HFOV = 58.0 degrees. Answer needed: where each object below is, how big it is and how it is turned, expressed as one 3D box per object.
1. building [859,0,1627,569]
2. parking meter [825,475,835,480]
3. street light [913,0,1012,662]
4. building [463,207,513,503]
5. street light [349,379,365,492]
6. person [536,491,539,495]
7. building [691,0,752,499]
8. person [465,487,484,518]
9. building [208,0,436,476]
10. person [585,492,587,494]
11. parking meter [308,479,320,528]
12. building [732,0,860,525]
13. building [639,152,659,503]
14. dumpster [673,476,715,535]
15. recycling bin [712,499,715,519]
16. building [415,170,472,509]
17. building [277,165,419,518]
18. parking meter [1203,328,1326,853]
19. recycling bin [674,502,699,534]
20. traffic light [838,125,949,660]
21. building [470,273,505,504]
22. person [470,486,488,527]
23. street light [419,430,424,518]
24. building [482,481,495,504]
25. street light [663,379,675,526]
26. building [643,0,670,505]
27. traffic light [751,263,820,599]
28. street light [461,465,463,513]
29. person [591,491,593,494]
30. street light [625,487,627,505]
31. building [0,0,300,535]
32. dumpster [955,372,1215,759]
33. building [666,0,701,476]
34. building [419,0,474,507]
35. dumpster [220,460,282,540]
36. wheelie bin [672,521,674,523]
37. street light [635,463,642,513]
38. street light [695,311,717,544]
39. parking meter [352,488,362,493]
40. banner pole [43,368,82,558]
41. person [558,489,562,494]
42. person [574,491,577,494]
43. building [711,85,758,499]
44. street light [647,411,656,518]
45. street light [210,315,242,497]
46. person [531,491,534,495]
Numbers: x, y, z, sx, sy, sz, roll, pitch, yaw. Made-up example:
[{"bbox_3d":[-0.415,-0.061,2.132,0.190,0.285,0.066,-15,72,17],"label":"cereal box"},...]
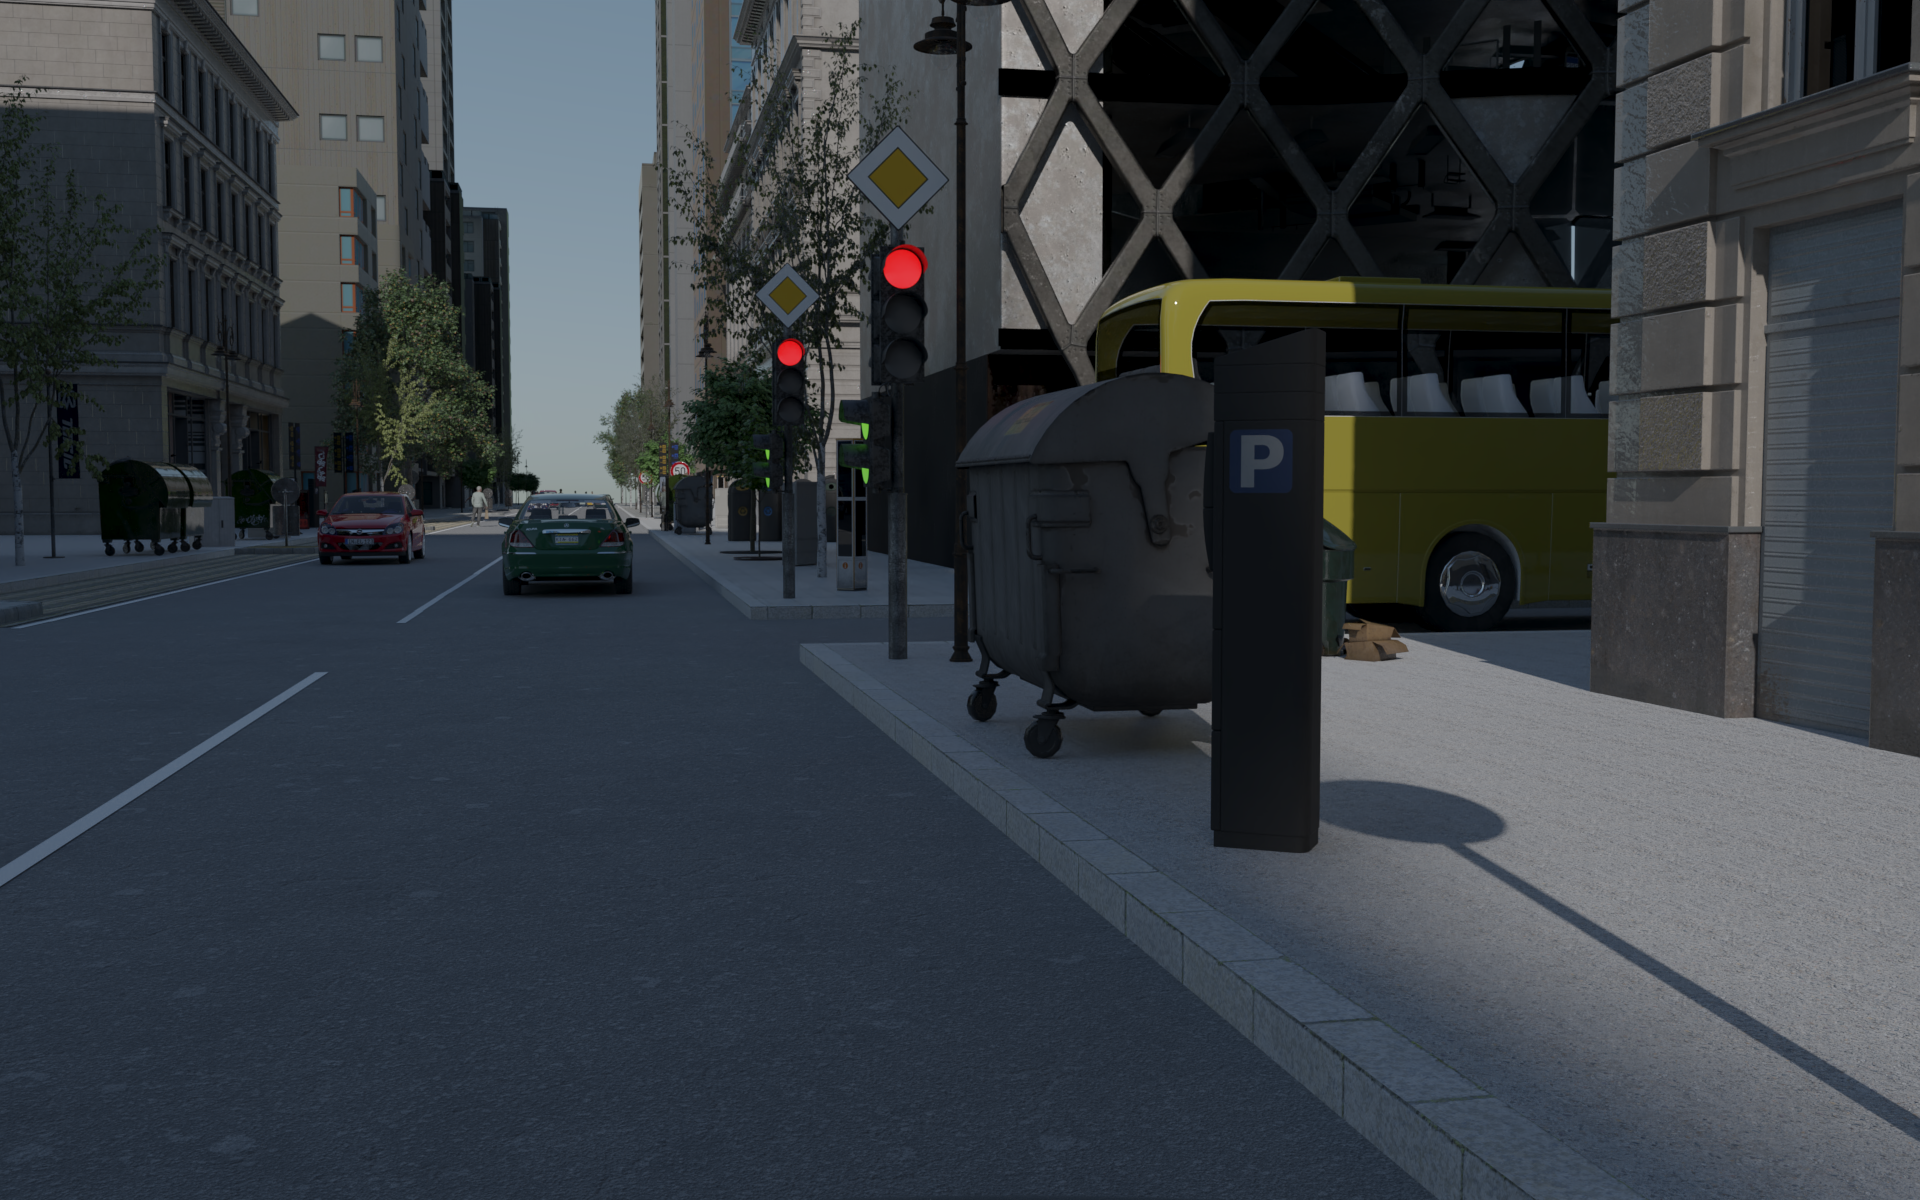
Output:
[{"bbox_3d":[7.567,-10.141,33.255,16.811,18.784,16.820,-1,4,-12],"label":"building"},{"bbox_3d":[-3.986,-2.853,52.356,0.255,1.863,0.399,2,4,35],"label":"parking meter"},{"bbox_3d":[0.008,-2.466,13.107,0.468,5.910,1.993,-1,4,-12],"label":"street light"},{"bbox_3d":[-69.651,-33.993,239.386,14.154,41.232,14.086,-1,4,-12],"label":"building"},{"bbox_3d":[-24.215,-5.924,69.650,0.468,5.910,1.993,-1,4,-12],"label":"street light"},{"bbox_3d":[-29.750,-6.863,122.185,0.415,1.643,0.593,0,4,-3],"label":"person"},{"bbox_3d":[-9.523,-28.074,109.117,14.600,45.320,14.200,-1,4,-12],"label":"building"},{"bbox_3d":[-28.568,-5.723,102.077,0.705,1.824,1.348,3,4,38],"label":"person"},{"bbox_3d":[-54.709,-33.061,129.778,28.713,52.752,27.495,-1,4,-12],"label":"building"},{"bbox_3d":[-43.023,-11.647,199.723,1.217,1.735,0.721,3,5,43],"label":"person"},{"bbox_3d":[-24.585,-3.681,65.901,0.255,1.863,0.399,1,4,11],"label":"parking meter"},{"bbox_3d":[-1.968,-14.344,63.403,11.050,23.489,19.941,-1,4,-12],"label":"building"},{"bbox_3d":[-33.786,-37.867,242.824,21.300,48.544,21.600,-1,4,-12],"label":"building"},{"bbox_3d":[-8.402,-2.997,54.767,1.264,1.857,1.865,-1,4,-12],"label":"dumpster"},{"bbox_3d":[-12.672,-4.599,87.753,0.722,1.027,0.722,-3,5,-40],"label":"recycling bin"},{"bbox_3d":[-51.345,-23.299,152.647,14.160,30.474,14.107,-1,4,-12],"label":"building"},{"bbox_3d":[-48.355,-15.796,103.303,27.650,21.520,28.899,-1,4,-12],"label":"building"},{"bbox_3d":[1.103,-0.036,6.301,0.399,1.863,0.255,1,4,23],"label":"parking meter"},{"bbox_3d":[-8.950,-2.694,56.599,0.722,1.027,0.722,0,4,-1],"label":"recycling bin"},{"bbox_3d":[-0.502,-1.496,13.376,0.839,4.253,0.868,-1,4,-12],"label":"traffic light"},{"bbox_3d":[-67.185,-27.777,225.856,14.160,30.474,14.107,-1,4,-12],"label":"building"},{"bbox_3d":[-20.951,-4.074,75.591,0.782,1.767,0.515,0,4,5],"label":"person"},{"bbox_3d":[-29.224,-7.414,94.014,0.468,5.910,1.993,-1,4,-12],"label":"street light"},{"bbox_3d":[-72.495,-31.386,205.047,32.217,40.220,23.993,-1,4,-12],"label":"building"},{"bbox_3d":[-11.657,-5.916,69.522,0.468,5.910,1.993,-1,4,-12],"label":"street light"},{"bbox_3d":[-30.229,-47.896,221.356,20.563,71.187,20.611,-1,4,-12],"label":"building"},{"bbox_3d":[-2.121,-1.974,21.196,0.839,4.253,0.868,-1,4,-12],"label":"traffic light"},{"bbox_3d":[-34.298,-8.948,119.081,0.468,5.910,1.993,-1,4,-12],"label":"street light"},{"bbox_3d":[-50.766,-14.088,238.937,0.705,1.812,1.348,-1,4,-11],"label":"person"},{"bbox_3d":[-32.226,-12.011,169.166,0.468,5.910,1.993,-1,4,-12],"label":"street light"},{"bbox_3d":[-29.644,-12.453,54.517,10.553,20.767,40.483,-1,4,-12],"label":"building"},{"bbox_3d":[0.765,-0.206,9.131,1.264,1.857,1.865,-1,4,-12],"label":"dumpster"},{"bbox_3d":[-11.429,-35.997,130.556,21.231,58.520,28.212,-1,4,-12],"label":"building"},{"bbox_3d":[-62.074,-45.557,183.100,20.563,71.187,20.611,-1,4,-12],"label":"building"},{"bbox_3d":[-19.835,-2.827,48.709,1.502,2.255,1.985,-1,4,-12],"label":"dumpster"},{"bbox_3d":[-12.734,-4.273,77.764,0.693,1.594,0.980,1,4,21],"label":"wheelie bin"},{"bbox_3d":[-22.027,-8.964,119.350,0.468,5.910,1.993,-1,4,-12],"label":"street light"},{"bbox_3d":[-6.427,-4.353,43.960,0.468,5.910,1.993,-1,4,-12],"label":"street light"},{"bbox_3d":[-25.090,-3.894,72.075,0.372,1.533,0.369,0,3,0],"label":"parking meter"},{"bbox_3d":[-17.939,-2.725,34.579,0.863,3.779,0.401,0,4,8],"label":"banner pole"},{"bbox_3d":[-27.848,-6.875,120.922,1.348,1.822,0.705,0,4,-1],"label":"person"},{"bbox_3d":[-43.893,-11.561,197.533,1.348,1.823,0.705,3,5,39],"label":"person"},{"bbox_3d":[-4.800,-14.892,85.289,13.314,21.916,24.055,-1,4,-12],"label":"building"},{"bbox_3d":[-16.836,-7.446,94.538,0.468,5.910,1.993,-1,4,-12],"label":"street light"},{"bbox_3d":[-18.942,-4.406,44.829,0.468,5.910,1.993,-1,4,-12],"label":"street light"},{"bbox_3d":[-46.022,-10.859,186.732,0.721,1.739,1.217,3,5,44],"label":"person"}]
